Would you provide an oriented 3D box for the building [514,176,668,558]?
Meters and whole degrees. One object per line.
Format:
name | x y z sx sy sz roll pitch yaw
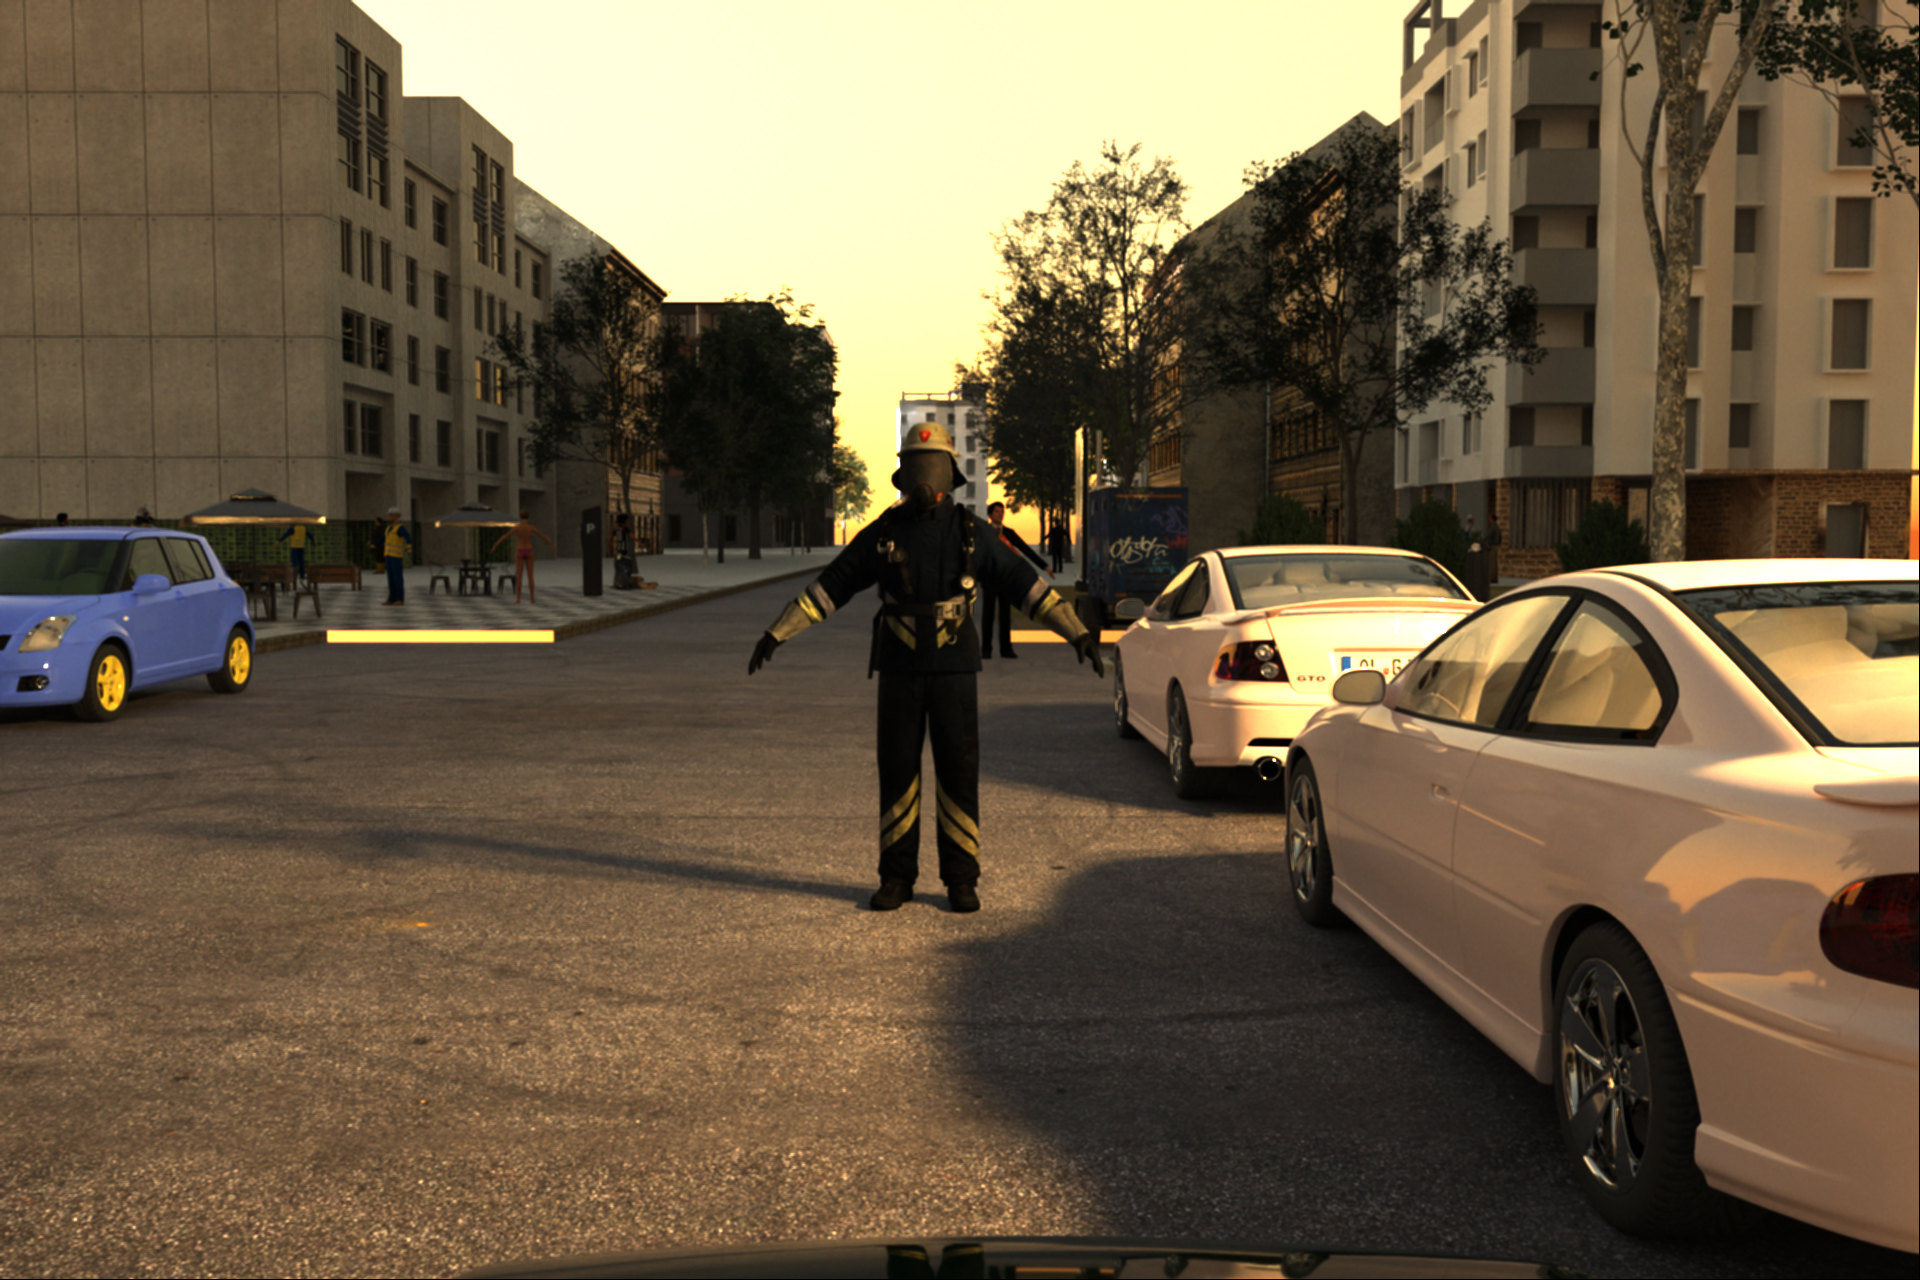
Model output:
building | -27.993 -16.458 100.010 19.493 23.208 18.063 0 4 -1

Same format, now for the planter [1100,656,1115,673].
planter | 2.474 0.166 18.432 1.991 0.319 1.994 0 4 0

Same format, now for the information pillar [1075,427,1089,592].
information pillar | 2.740 -2.909 38.871 0.184 3.620 1.656 0 4 -1

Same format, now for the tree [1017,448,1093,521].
tree | 11.930 -18.648 215.260 12.009 13.543 11.850 0 3 0

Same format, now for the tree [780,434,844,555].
tree | -9.976 -9.621 107.672 4.360 8.622 3.978 0 3 0

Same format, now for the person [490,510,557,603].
person | -8.104 -1.554 32.219 1.217 1.733 0.721 -1 4 -19

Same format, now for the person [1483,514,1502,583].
person | 13.900 -2.384 45.248 0.705 1.796 1.348 3 4 39

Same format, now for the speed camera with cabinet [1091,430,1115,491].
speed camera with cabinet | 2.856 -2.327 32.379 0.660 3.252 2.038 0 4 -1

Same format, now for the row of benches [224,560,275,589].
row of benches | -18.192 -1.552 40.840 4.104 0.672 1.422 1 4 11

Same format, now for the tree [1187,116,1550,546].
tree | 8.826 -6.331 37.926 8.767 10.594 7.601 2 4 33

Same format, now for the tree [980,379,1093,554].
tree | 4.979 -11.892 112.563 7.486 12.596 7.792 0 3 0

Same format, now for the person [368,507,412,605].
person | -10.245 -1.511 31.173 1.216 1.772 0.721 3 4 36

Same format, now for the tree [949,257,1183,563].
tree | 4.713 -10.190 76.974 12.009 13.543 11.850 0 3 0

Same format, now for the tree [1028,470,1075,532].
tree | 5.913 -10.492 121.905 4.737 8.622 4.395 0 3 0

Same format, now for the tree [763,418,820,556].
tree | -9.654 -9.185 100.537 4.360 8.622 3.978 0 3 0

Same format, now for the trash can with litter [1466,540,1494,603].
trash can with litter | 5.785 -0.504 19.304 1.678 1.210 2.233 0 4 0

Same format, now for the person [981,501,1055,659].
person | 0.435 -0.694 19.993 1.347 1.806 0.705 -1 4 -18

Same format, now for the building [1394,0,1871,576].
building | 20.928 -12.533 61.331 16.016 20.090 11.380 0 4 0

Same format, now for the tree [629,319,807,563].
tree | -10.656 -8.662 76.042 8.767 10.594 7.601 0 4 5

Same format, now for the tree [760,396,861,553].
tree | -10.528 -11.192 117.398 8.767 10.594 7.601 2 4 32

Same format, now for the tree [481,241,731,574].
tree | -10.813 -7.411 55.578 7.601 10.594 8.767 1 4 21

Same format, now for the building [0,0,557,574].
building | -28.511 -12.468 70.314 16.747 18.905 31.486 0 4 0

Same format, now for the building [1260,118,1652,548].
building | 25.079 -15.232 79.966 19.493 23.208 18.063 0 4 0

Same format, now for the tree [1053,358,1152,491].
tree | 5.717 -7.162 67.462 4.737 8.622 4.395 0 3 0

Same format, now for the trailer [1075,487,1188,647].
trailer | 2.244 -0.971 22.925 1.471 1.999 3.904 0 4 -1

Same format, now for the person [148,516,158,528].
person | -23.916 -2.751 51.158 1.347 1.806 0.705 -2 4 -31

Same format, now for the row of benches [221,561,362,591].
row of benches | -15.557 -1.452 39.210 4.104 0.672 1.422 0 4 -6

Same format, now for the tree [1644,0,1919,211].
tree | 21.976 -11.226 39.431 12.611 20.169 13.585 0 3 0

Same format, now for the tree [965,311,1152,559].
tree | 5.322 -11.016 90.476 12.009 13.543 11.850 0 3 0

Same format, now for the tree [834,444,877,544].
tree | -14.116 -18.273 216.890 7.486 12.596 7.792 0 3 0

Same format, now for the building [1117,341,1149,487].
building | 24.488 -18.095 162.314 16.747 18.905 31.486 0 4 0

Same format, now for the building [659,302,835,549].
building | -27.233 -19.873 168.891 27.936 21.610 32.646 0 4 0

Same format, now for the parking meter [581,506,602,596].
parking meter | -7.664 -1.854 36.023 0.399 1.863 0.255 0 4 1

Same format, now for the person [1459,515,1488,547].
person | 14.957 -2.743 50.706 0.705 1.847 1.347 -1 4 -22

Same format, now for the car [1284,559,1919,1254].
car | 2.213 0.454 4.933 2.083 1.381 4.827 0 4 -1

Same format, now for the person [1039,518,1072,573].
person | 3.199 -3.121 57.258 1.346 1.802 0.704 -2 4 -33

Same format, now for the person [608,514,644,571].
person | -8.971 -2.453 46.249 1.345 1.843 0.704 3 4 37

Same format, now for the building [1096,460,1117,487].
building | 20.924 -15.453 194.808 9.099 9.664 28.070 0 4 0

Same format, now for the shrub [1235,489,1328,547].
shrub | 5.680 -1.620 30.521 1.661 2.075 1.752 0 3 0

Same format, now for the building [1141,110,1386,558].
building | 20.968 -16.423 99.443 19.493 23.208 18.063 0 4 0

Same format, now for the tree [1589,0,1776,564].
tree | 10.083 -10.053 20.260 12.611 20.169 13.585 0 3 0

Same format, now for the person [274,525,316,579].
person | -18.942 -2.661 49.473 0.705 1.833 1.349 2 4 33

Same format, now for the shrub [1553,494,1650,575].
shrub | 11.965 -1.703 32.270 1.690 2.028 1.600 0 3 0

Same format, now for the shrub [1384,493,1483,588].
shrub | 8.527 -1.639 31.223 1.690 2.028 1.600 0 3 0

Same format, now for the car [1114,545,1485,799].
car | 2.060 0.099 10.751 2.083 1.381 4.827 0 4 -1

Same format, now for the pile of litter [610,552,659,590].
pile of litter | -7.637 -1.625 40.533 1.176 0.858 1.719 0 4 -1

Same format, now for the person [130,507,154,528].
person | -17.355 -1.901 36.851 1.354 1.858 0.705 1 4 22

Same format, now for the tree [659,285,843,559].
tree | -10.666 -11.137 88.741 9.857 13.997 8.962 0 3 0

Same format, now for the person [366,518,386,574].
person | -18.724 -3.037 55.799 0.704 1.812 1.346 0 4 6

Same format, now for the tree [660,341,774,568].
tree | -9.806 -7.057 65.747 4.360 8.622 3.978 0 3 0

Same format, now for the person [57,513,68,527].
person | -19.465 -1.901 37.802 1.216 1.740 0.721 3 4 37

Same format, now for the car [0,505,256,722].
car | -7.307 -0.288 14.304 1.945 1.707 3.694 0 4 0

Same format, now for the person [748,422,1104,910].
person | -0.126 0.098 6.630 1.354 1.856 0.705 0 4 6

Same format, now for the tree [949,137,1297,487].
tree | 5.149 -8.743 53.322 12.009 13.543 11.850 0 3 0

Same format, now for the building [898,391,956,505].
building | -7.590 -22.153 221.077 11.380 20.090 16.016 0 4 7

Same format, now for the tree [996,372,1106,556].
tree | 5.558 -10.838 102.961 9.928 11.665 9.643 0 3 0
